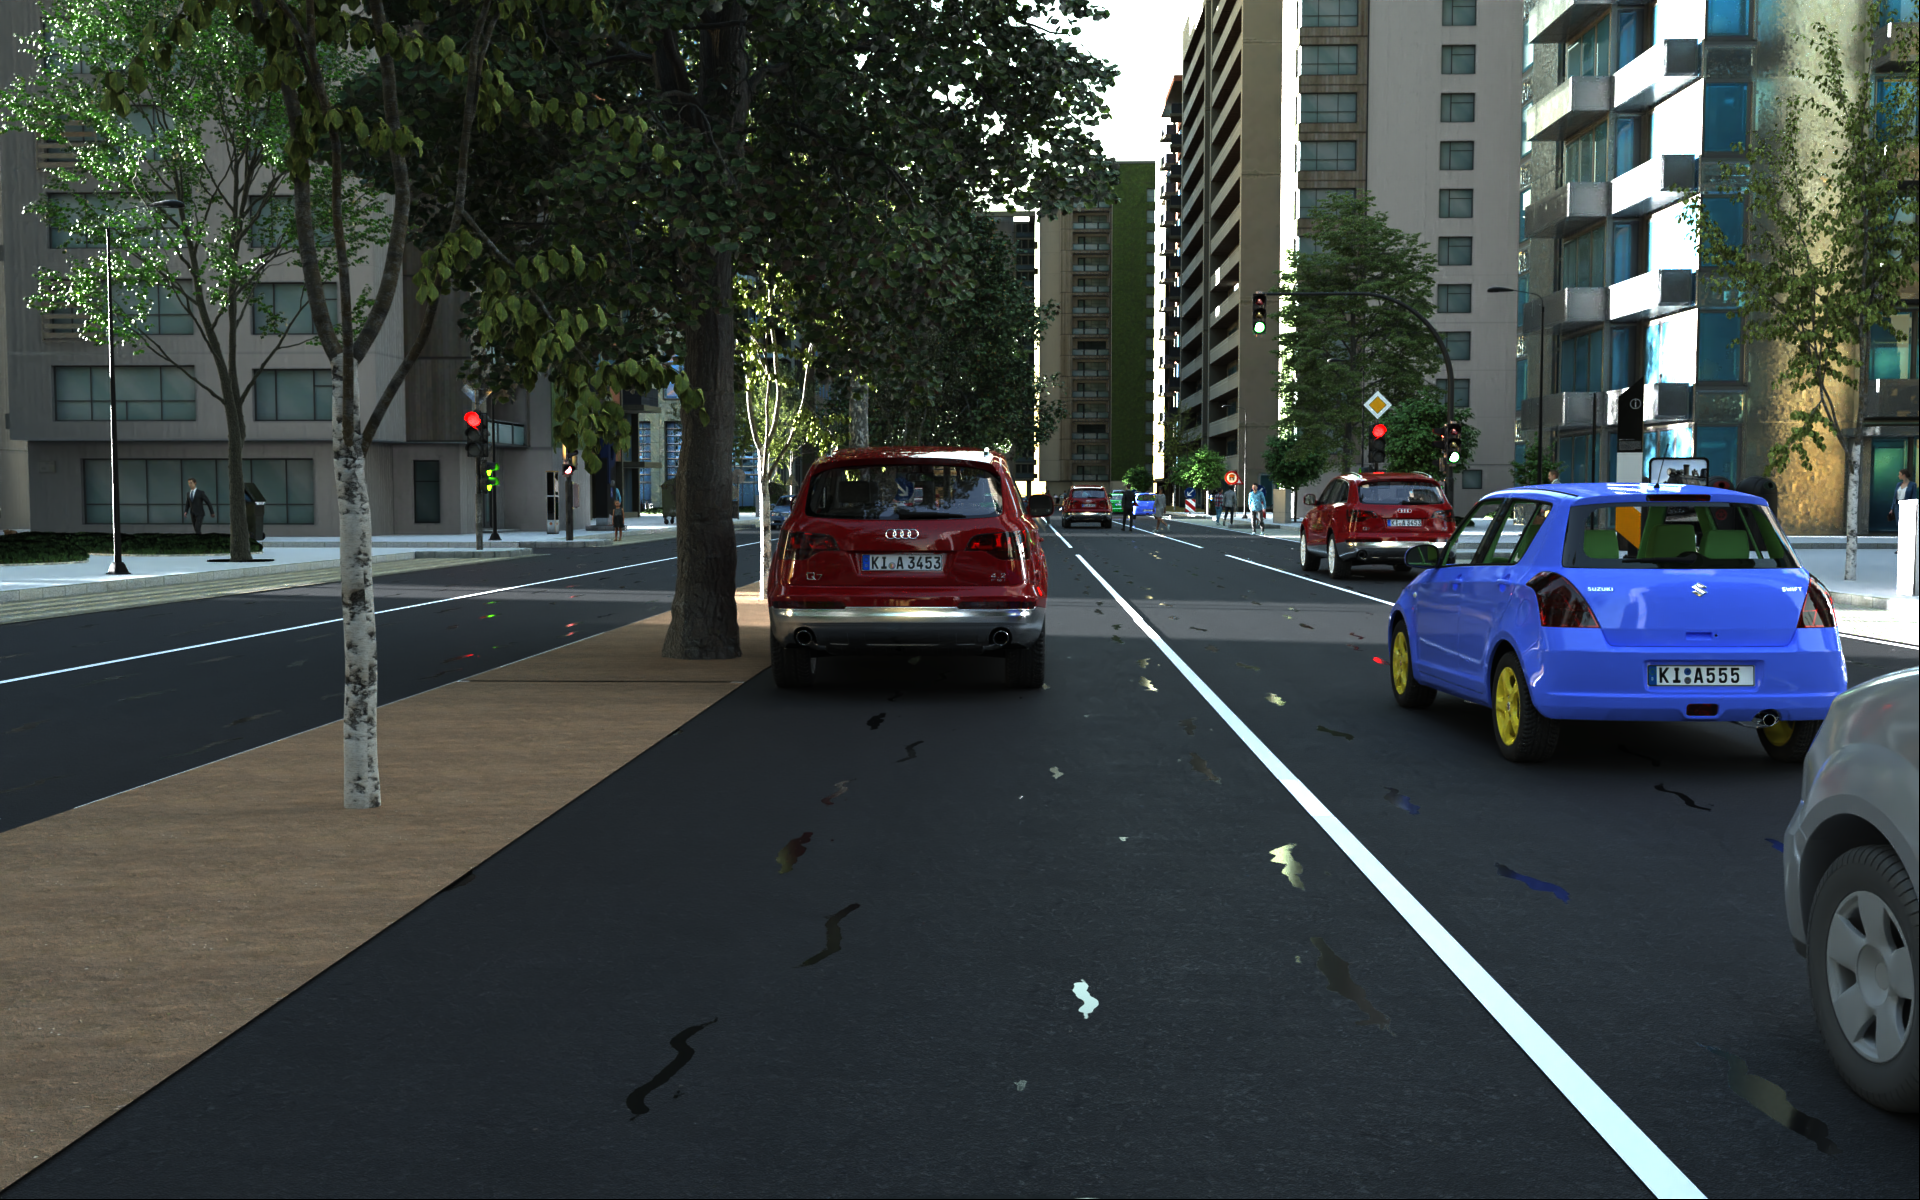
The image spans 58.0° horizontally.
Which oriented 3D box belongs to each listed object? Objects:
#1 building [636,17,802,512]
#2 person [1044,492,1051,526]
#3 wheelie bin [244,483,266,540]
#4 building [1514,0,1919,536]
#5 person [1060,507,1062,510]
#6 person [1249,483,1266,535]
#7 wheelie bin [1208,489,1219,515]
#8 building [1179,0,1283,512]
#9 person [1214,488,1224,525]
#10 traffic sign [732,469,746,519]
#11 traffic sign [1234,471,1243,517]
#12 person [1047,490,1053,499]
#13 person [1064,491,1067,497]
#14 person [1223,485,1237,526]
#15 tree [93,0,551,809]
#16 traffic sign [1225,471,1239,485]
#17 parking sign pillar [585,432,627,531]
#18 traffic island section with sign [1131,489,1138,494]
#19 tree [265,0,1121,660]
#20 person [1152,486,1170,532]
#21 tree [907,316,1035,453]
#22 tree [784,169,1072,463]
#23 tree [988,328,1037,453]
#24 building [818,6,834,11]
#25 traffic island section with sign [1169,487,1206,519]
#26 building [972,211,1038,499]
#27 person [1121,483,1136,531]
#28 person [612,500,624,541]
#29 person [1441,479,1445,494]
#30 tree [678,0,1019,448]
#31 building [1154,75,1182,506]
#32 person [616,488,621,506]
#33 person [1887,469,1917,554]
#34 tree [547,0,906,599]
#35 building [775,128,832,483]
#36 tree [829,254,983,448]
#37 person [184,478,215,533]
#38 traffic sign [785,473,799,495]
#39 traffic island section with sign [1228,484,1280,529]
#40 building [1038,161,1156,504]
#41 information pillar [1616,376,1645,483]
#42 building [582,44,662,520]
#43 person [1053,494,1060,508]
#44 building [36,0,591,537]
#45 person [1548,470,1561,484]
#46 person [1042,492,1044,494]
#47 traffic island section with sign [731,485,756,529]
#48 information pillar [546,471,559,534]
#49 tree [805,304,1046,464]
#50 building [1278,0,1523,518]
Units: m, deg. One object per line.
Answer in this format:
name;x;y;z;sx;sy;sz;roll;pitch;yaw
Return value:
building;-23.781;-50.432;137.242;22.319;86.520;31.000;0;4;2
person;3.983;-4.126;78.548;0.503;1.515;0.523;1;4;15
wheelie bin;-19.643;-2.441;47.818;0.693;1.594;0.980;0;4;5
building;35.695;-27.006;61.159;30.456;49.044;23.786;0;4;2
person;6.466;-5.598;105.524;1.012;1.151;0.738;2;4;30
person;10.423;-3.185;60.596;0.660;1.820;0.620;2;4;28
wheelie bin;15.387;-5.912;104.568;0.693;1.594;0.980;1;4;17
building;31.367;-32.460;154.430;21.300;48.544;21.600;0;4;2
person;11.782;-4.253;78.874;0.643;1.720;0.563;-2;4;-35
traffic sign;-11.239;-5.360;87.735;0.768;2.556;0.104;0;4;4
traffic sign;15.266;-5.875;96.062;0.884;2.594;0.081;0;4;5
person;9.228;-10.484;179.847;0.705;1.831;1.348;2;4;34
person;11.889;-11.459;195.843;0.705;1.826;1.348;-3;4;-37
person;12.104;-4.249;77.815;0.661;1.843;0.795;2;4;28
tree;-2.696;-3.339;7.406;4.737;8.622;4.395;0;3;0
traffic sign;14.804;-5.766;94.382;0.768;2.556;0.104;0;4;7
parking sign pillar;-12.445;-4.426;60.843;1.447;3.967;1.447;0;4;2
traffic island section with sign;14.902;-8.630;149.721;1.989;1.847;2.006;0;4;2
tree;-2.269;-6.470;14.898;9.857;13.997;8.962;0;3;0
person;7.588;-3.426;65.269;0.760;1.731;0.466;2;4;28
tree;-0.660;-9.439;74.917;7.486;12.596;7.792;0;3;0
tree;-1.049;-8.417;57.076;9.611;12.733;9.660;0;3;0
tree;0.610;-10.716;103.414;9.928;11.665;9.643;0;3;0
building;-26.442;-39.368;185.659;28.212;58.520;21.231;0;4;2
traffic island section with sign;13.191;-5.626;100.605;1.989;1.847;2.006;0;4;2
building;-1.951;-32.544;223.973;23.993;40.220;32.217;0;4;2
person;6.507;-3.612;67.327;0.659;1.850;0.755;-1;4;-13
person;-10.334;-2.399;52.386;0.362;1.253;0.373;0;4;4
person;18.267;-3.646;65.502;0.795;1.843;0.661;-3;5;-42
tree;-3.030;-10.620;31.980;12.611;20.169;13.585;0;3;0
building;32.167;-32.116;179.719;22.147;44.769;28.867;0;4;2
person;-14.901;-4.200;74.738;0.660;1.820;0.620;1;4;9
person;20.386;-1.912;37.327;0.654;1.822;0.581;-1;4;-14
tree;-2.604;-4.295;23.043;4.737;8.622;4.395;0;3;0
building;-19.613;-31.243;160.927;14.600;45.320;14.200;0;4;2
tree;-1.358;-5.846;48.403;4.360;8.622;3.978;0;3;0
person;-19.806;-2.238;44.861;0.659;1.850;0.755;1;4;15
traffic sign;-10.448;-6.580;107.594;0.884;2.594;0.081;0;4;4
traffic island section with sign;12.196;-3.879;72.049;1.989;1.847;2.006;0;4;2
building;16.801;-32.526;215.398;14.086;41.232;14.154;0;4;2
information pillar;13.318;-2.633;34.408;0.504;3.616;0.183;2;4;26
building;-27.640;-26.432;86.780;22.147;44.769;28.867;0;4;2
person;9.621;-9.874;173.130;0.799;1.438;0.628;1;4;22
building;-21.017;-22.821;56.711;14.154;41.232;14.086;0;4;2
person;12.947;-1.933;37.764;0.853;1.813;0.709;2;4;25
person;9.448;-11.494;197.342;0.541;1.710;0.530;2;4;28
traffic island section with sign;-9.616;-3.905;72.467;1.989;1.847;2.006;0;4;2
information pillar;-13.061;-3.121;55.519;0.304;2.012;0.304;1;4;11
tree;-0.941;-7.888;65.832;8.767;10.594;7.601;0;4;2
building;25.313;-25.415;99.131;14.154;41.232;14.086;0;4;2
